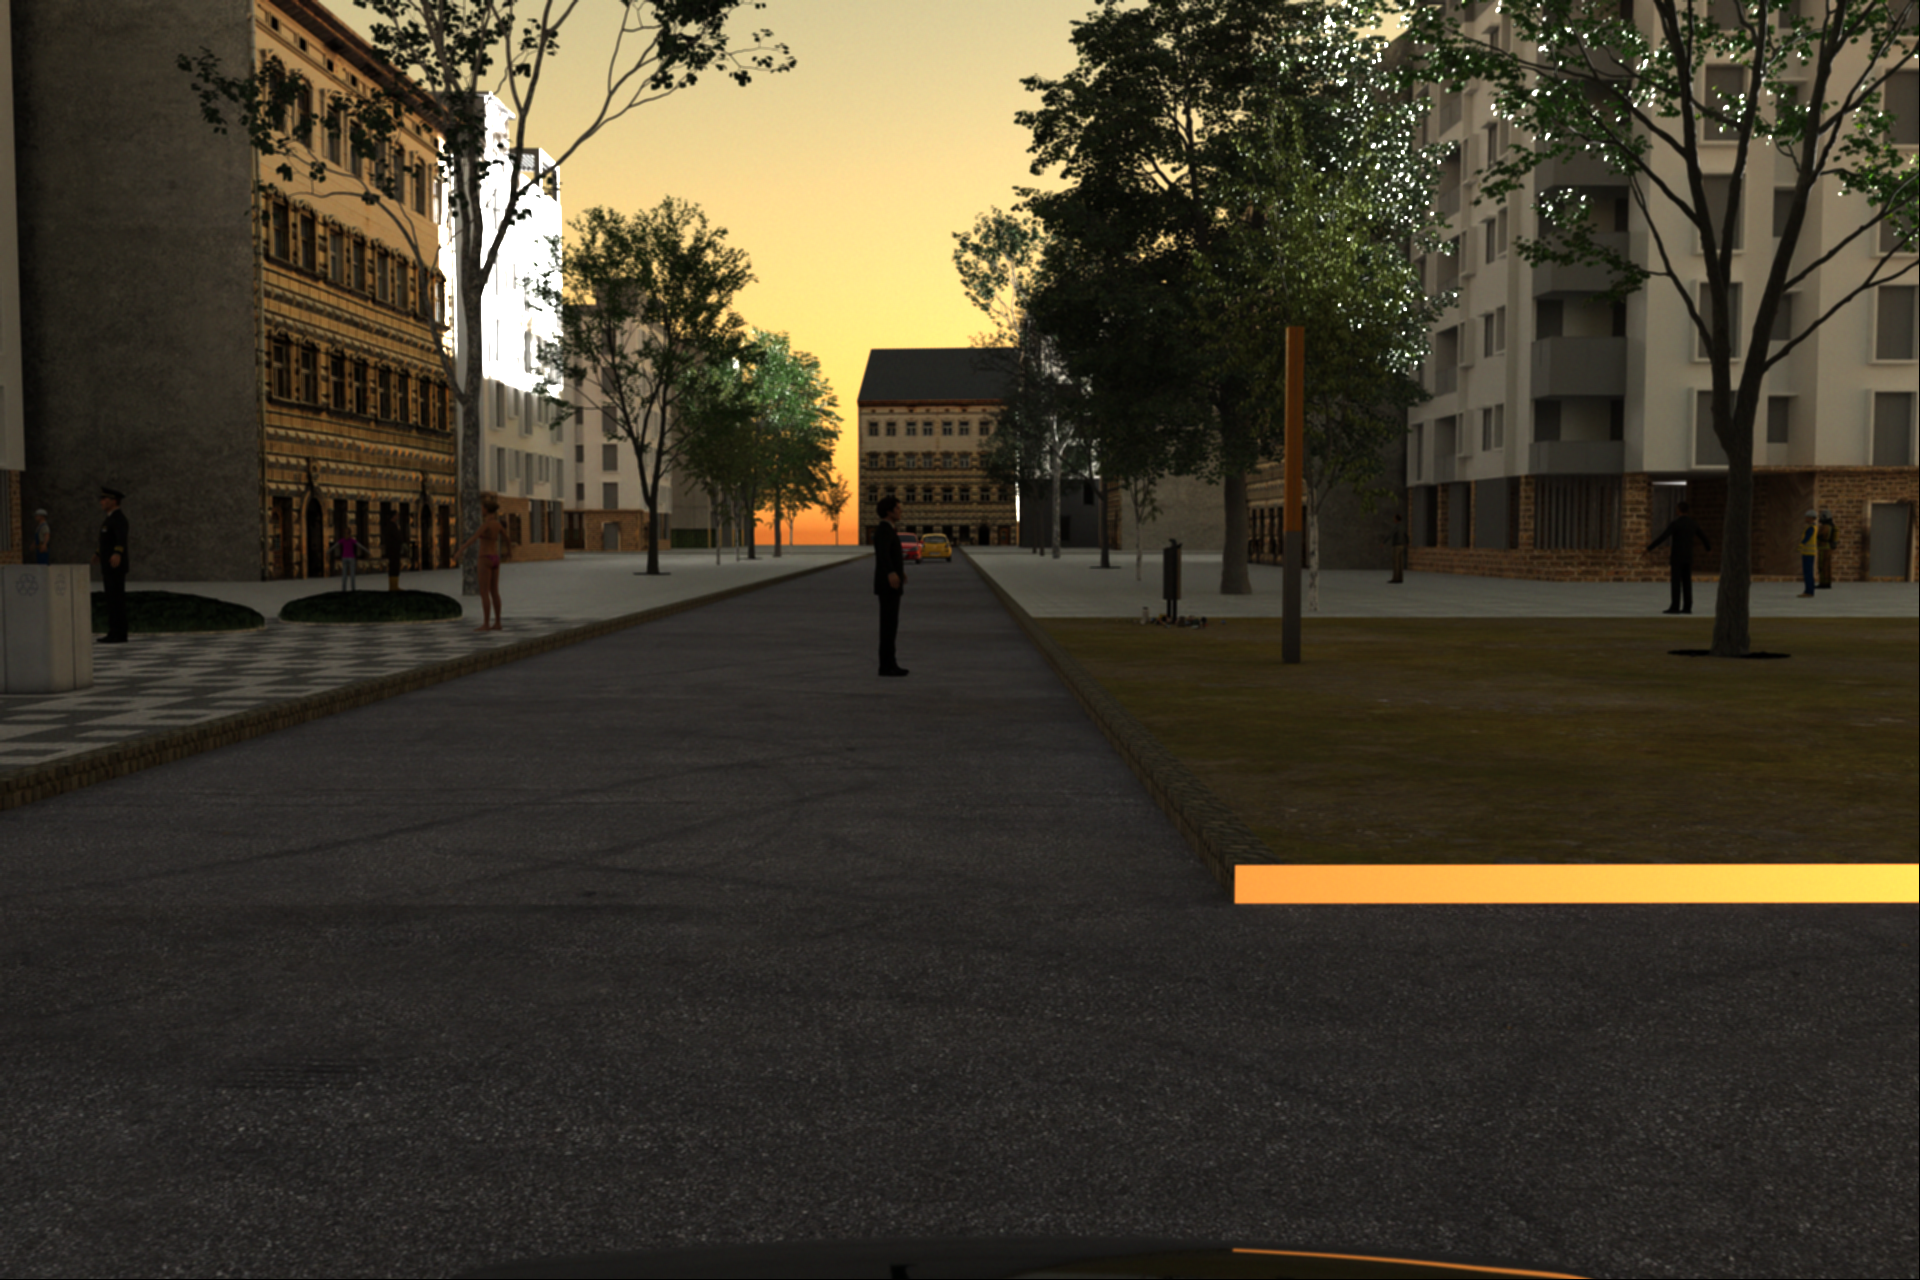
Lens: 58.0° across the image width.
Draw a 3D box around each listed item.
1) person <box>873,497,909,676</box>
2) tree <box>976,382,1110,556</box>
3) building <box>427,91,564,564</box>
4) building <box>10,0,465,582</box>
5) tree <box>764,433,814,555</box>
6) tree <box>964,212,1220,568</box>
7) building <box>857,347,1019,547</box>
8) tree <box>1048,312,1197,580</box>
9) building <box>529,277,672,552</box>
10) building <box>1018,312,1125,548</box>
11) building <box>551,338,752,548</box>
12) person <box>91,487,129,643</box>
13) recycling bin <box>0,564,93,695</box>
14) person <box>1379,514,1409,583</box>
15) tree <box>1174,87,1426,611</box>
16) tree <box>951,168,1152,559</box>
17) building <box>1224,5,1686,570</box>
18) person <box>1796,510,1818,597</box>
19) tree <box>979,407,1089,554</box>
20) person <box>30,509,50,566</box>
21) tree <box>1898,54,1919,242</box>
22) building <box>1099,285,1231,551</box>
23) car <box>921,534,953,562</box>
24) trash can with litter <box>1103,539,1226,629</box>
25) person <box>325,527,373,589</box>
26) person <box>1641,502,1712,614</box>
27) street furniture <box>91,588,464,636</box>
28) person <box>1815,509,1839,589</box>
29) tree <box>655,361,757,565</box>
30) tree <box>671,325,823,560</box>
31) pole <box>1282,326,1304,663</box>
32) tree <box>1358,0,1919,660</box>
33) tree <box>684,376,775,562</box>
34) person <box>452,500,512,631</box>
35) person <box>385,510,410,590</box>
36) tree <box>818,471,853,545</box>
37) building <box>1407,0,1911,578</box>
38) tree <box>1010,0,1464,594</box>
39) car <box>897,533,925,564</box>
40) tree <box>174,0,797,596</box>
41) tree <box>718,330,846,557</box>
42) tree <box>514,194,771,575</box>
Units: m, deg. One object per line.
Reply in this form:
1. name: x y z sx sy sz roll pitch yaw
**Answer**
1. person: -0.689 -0.547 17.582 0.705 1.806 1.347 0 4 2
2. tree: 4.878 -10.188 100.982 8.767 10.594 7.601 1 4 10
3. building: -25.061 -13.397 75.460 16.016 20.090 11.380 0 4 -1
4. building: -27.948 -13.701 54.948 19.493 23.208 18.063 0 3 0
5. tree: -10.516 -9.656 108.245 4.360 8.622 3.978 0 3 0
6. tree: 5.335 -9.437 64.667 12.009 13.543 11.850 0 3 0
7. building: -1.461 -22.624 203.293 18.063 23.208 19.493 0 4 7
8. tree: 5.173 -5.966 47.913 4.360 8.622 3.978 0 3 0
9. building: -28.532 -16.669 128.953 16.016 20.090 11.380 0 4 -1
10. building: 19.790 -20.309 176.021 27.936 21.610 32.646 0 4 0
11. building: -31.047 -18.694 172.104 16.747 18.905 31.486 0 4 1
12. person: -10.026 -0.889 20.464 0.705 1.837 1.347 -2 4 -35
13. recycling bin: -7.610 -0.098 14.149 0.722 1.027 0.722 0 4 -1
14. person: 11.421 -2.387 45.300 1.348 1.796 0.705 -3 5 -44
15. tree: 5.772 -4.779 28.494 4.737 8.622 4.395 0 3 0
16. tree: 6.207 -14.263 89.082 12.611 20.169 13.585 0 3 0
17. building: 21.749 -14.650 70.458 19.493 23.208 18.063 0 3 0
18. person: 17.178 -1.759 35.221 0.721 1.772 1.216 2 4 35
19. tree: 5.040 -10.916 112.886 8.767 10.594 7.601 2 4 26
20. person: -20.698 -2.028 39.009 0.705 1.847 1.347 -3 4 -38
21. tree: 17.776 -6.061 24.854 9.928 11.665 9.643 0 3 0
22. building: 21.653 -19.097 143.163 19.493 23.208 18.063 0 4 0
23. car: -1.333 -4.895 90.249 2.015 1.641 3.980 0 4 -2
24. trash can with litter: 2.954 -0.821 24.486 1.678 1.210 2.233 0 4 -2
25. person: -13.021 -1.691 36.910 0.991 1.433 0.599 -1 4 -9
26. person: 11.611 -1.327 27.918 1.346 1.802 0.704 -1 4 -18
27. street furniture: -12.573 -0.552 24.649 10.072 0.657 5.734 0 4 4
28. person: 20.324 -2.139 40.735 1.354 1.858 0.705 -3 4 -39
29. tree: -10.189 -7.406 71.444 4.737 8.622 4.395 0 3 0
30. tree: -10.701 -9.890 87.457 9.928 11.665 9.643 0 3 0
31. pole: 3.295 -1.425 17.141 0.158 3.312 0.155 0 3 0
32. tree: 8.028 -5.622 17.683 9.928 11.665 9.643 0 3 0
33. tree: -10.423 -7.931 80.028 4.737 8.622 4.395 0 3 0
34. person: -6.311 -0.990 22.985 0.721 1.733 1.217 1 4 21
35. person: -12.442 -1.960 38.176 0.704 1.812 1.346 -2 4 -34
36. tree: -14.592 -15.375 201.747 4.737 8.622 4.395 0 3 0
37. building: 20.754 -12.369 58.652 16.016 20.090 11.380 0 3 0
38. tree: 5.801 -7.952 36.678 9.857 13.997 8.962 0 3 0
39. car: -2.790 -4.591 84.100 2.155 1.783 4.494 0 4 0
40. tree: -9.893 -11.080 37.053 12.611 20.169 13.585 0 3 0
41. tree: -10.134 -10.947 97.109 7.486 12.596 7.792 0 3 0
42. tree: -9.790 -7.864 54.334 9.928 11.665 9.643 0 3 0
